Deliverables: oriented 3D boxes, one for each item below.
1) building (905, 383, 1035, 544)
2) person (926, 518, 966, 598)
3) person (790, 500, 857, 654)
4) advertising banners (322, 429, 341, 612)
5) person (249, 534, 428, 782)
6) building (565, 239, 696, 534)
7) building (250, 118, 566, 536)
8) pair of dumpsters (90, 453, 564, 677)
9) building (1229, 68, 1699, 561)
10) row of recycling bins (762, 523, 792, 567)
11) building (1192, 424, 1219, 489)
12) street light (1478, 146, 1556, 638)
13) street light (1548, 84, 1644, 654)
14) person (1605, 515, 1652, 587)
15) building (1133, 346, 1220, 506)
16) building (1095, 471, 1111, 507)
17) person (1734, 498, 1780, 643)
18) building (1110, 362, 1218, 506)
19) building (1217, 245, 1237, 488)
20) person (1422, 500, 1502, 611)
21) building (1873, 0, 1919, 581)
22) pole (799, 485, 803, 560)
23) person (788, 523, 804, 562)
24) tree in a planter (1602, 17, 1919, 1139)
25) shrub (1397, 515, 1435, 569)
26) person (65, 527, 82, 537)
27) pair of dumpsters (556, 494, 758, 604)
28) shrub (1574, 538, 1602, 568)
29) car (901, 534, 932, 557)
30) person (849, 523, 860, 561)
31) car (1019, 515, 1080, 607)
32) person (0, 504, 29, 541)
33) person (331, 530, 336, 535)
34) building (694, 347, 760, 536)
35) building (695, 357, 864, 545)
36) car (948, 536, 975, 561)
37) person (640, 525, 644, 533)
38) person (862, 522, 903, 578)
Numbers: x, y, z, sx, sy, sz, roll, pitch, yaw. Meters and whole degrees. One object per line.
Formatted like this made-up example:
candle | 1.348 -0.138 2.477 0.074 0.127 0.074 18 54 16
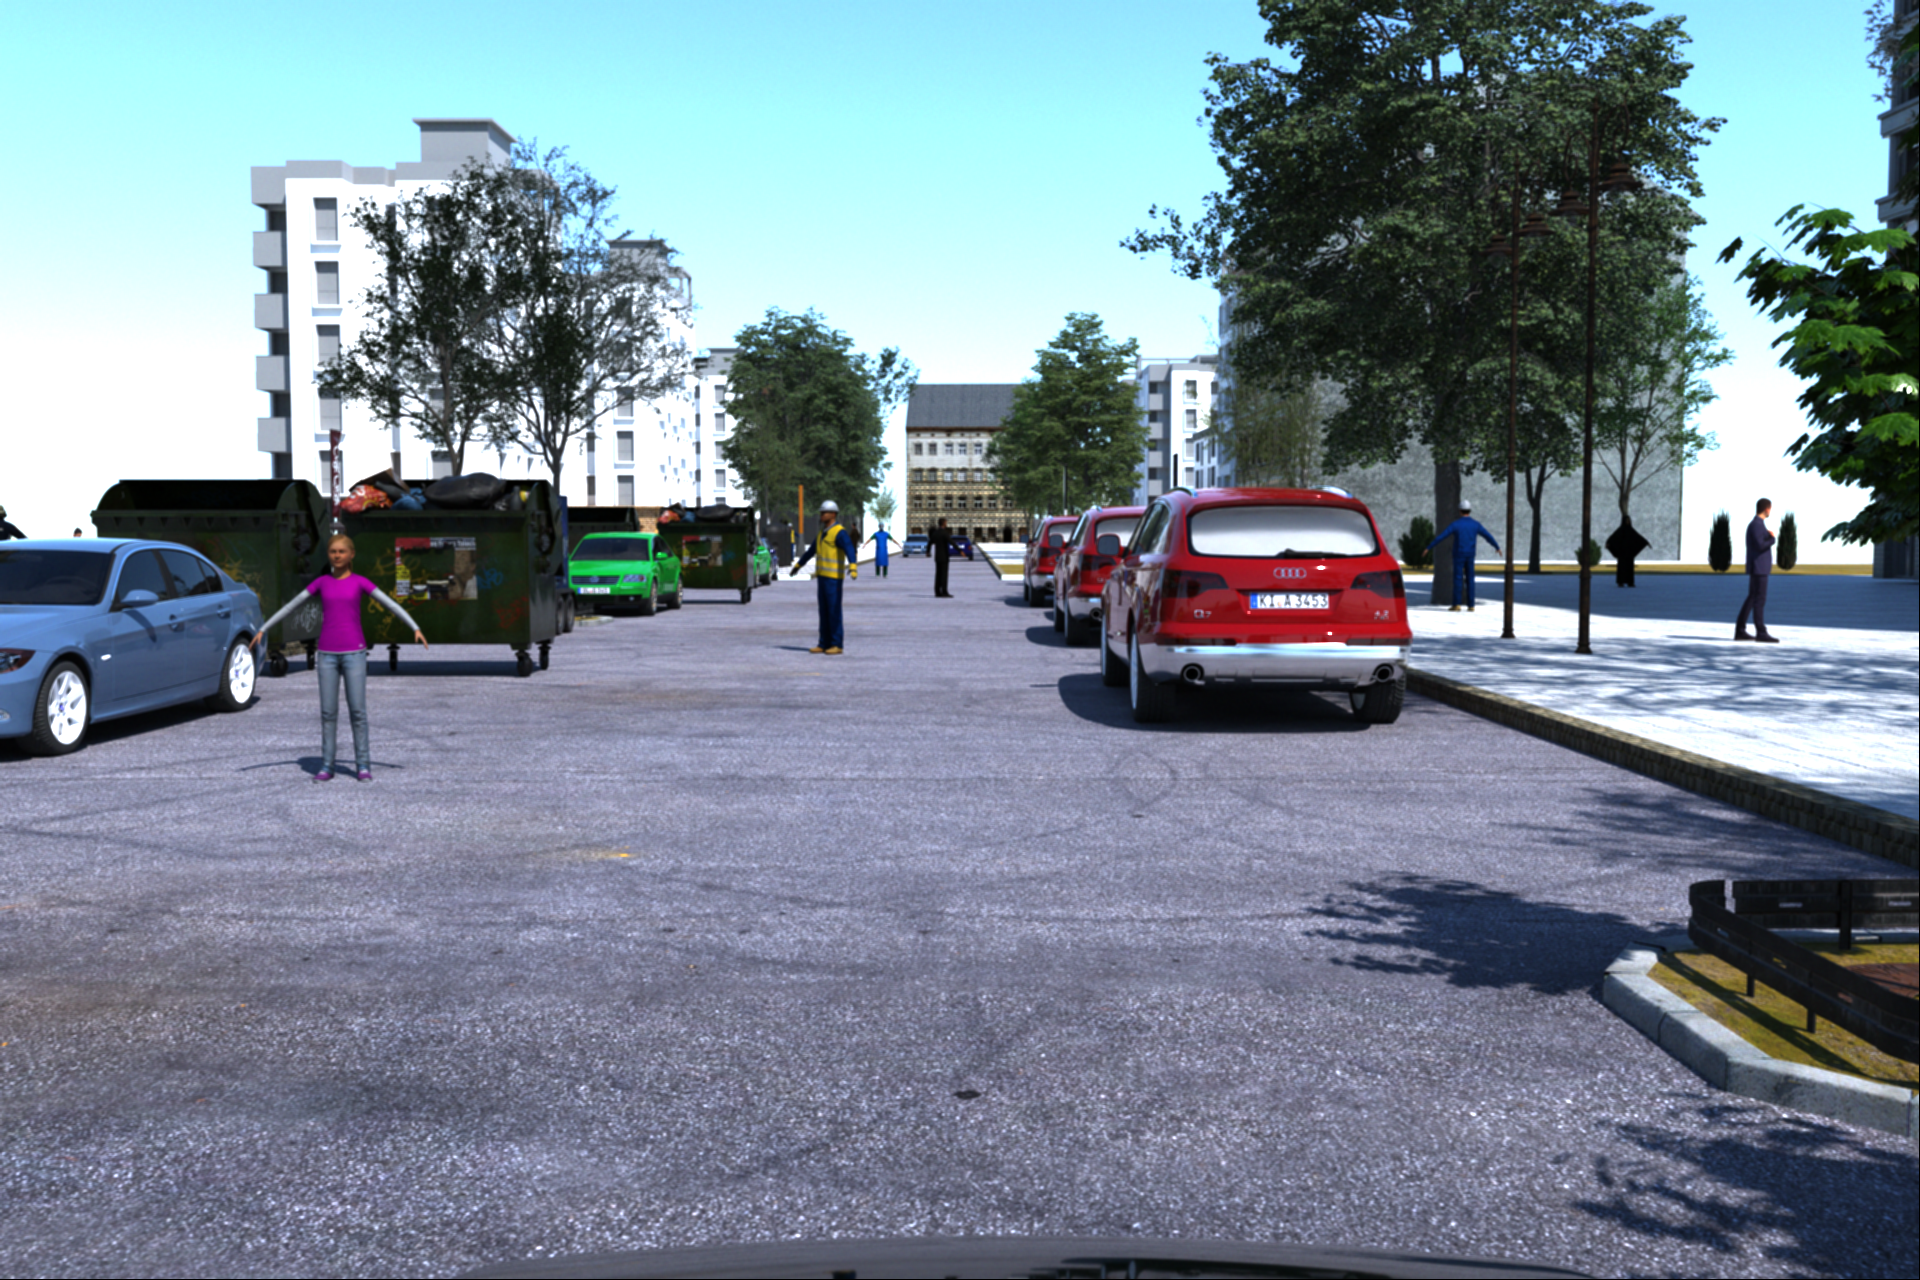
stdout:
building | 1.761 -25.550 251.131 18.063 23.208 19.493 0 4 2
person | -0.382 -1.863 39.149 0.704 1.802 1.346 -3 5 -40
person | -1.586 -0.754 20.757 0.705 1.833 1.349 -3 4 -38
advertising banners | -10.464 -1.969 28.376 0.090 3.025 2.074 0 4 0
person | -3.581 0.105 10.008 0.991 1.433 0.599 -1 4 -9
building | -24.248 -15.653 112.352 16.016 20.090 11.380 0 4 1
building | -26.208 -13.687 80.196 16.016 20.090 11.380 0 3 0
pair of dumpsters | -6.395 -0.779 17.690 4.436 2.255 1.574 0 4 0
building | 25.214 -15.916 91.151 19.493 23.208 18.063 0 4 0
row of recycling bins | -7.209 -3.758 68.549 1.069 1.692 3.534 0 4 0
building | 24.071 -11.591 131.666 9.099 9.664 28.070 0 4 0
street light | 6.763 -2.961 21.196 0.468 5.910 1.993 0 4 0
street light | 6.707 -2.793 18.449 0.468 5.910 1.993 0 3 0
person | 16.202 -2.155 42.020 1.214 1.737 0.721 -1 4 -9
building | 23.474 -19.939 182.424 16.016 20.090 11.380 0 4 0
building | 23.162 -17.559 229.233 9.099 9.664 28.070 0 4 1
person | 9.520 -0.837 20.644 0.530 1.710 0.541 2 4 31
building | 22.416 -20.942 198.828 16.016 20.090 11.380 0 4 0
building | 22.221 -15.751 113.940 16.016 20.090 11.380 0 4 0
person | 8.374 -1.402 28.799 1.347 1.842 0.705 0 4 -3
building | 28.304 -11.683 37.700 8.464 21.280 15.925 0 4 1
pole | -6.628 -4.796 72.265 0.158 3.312 0.155 0 3 0
person | -7.772 -4.467 79.492 1.216 1.772 0.721 -1 4 -23
tree in a planter | 2.961 -0.465 4.825 1.991 3.239 1.994 0 4 0
shrub | 16.970 -3.637 63.885 1.690 2.028 1.600 0 3 0
person | -21.002 -1.935 40.874 0.799 1.438 0.628 -1 4 -9
pair of dumpsters | -6.448 -1.884 35.749 4.436 2.255 1.574 0 4 0
shrub | 23.937 -3.355 65.964 1.383 1.207 1.383 0 3 0
car | -2.646 -5.880 108.143 2.014 1.417 4.499 0 3 0
person | -5.025 -4.628 81.810 0.704 1.812 1.346 2 4 26
car | 2.376 -1.649 35.640 2.281 1.827 5.304 0 4 0
person | -18.276 -1.658 32.983 1.351 1.845 0.704 -1 4 -21
person | -22.587 -3.383 61.504 1.347 1.806 0.705 -2 4 -28
building | -27.062 -19.579 176.535 16.016 20.090 11.380 0 4 1
building | -26.991 -22.784 216.497 27.936 21.610 32.646 0 4 0
car | -0.140 -4.952 93.541 1.945 1.354 3.894 0 3 0
person | -15.541 -4.716 83.912 0.721 1.733 1.217 0 4 -3
person | -2.547 -2.923 56.373 1.347 1.817 0.704 -1 4 -12
